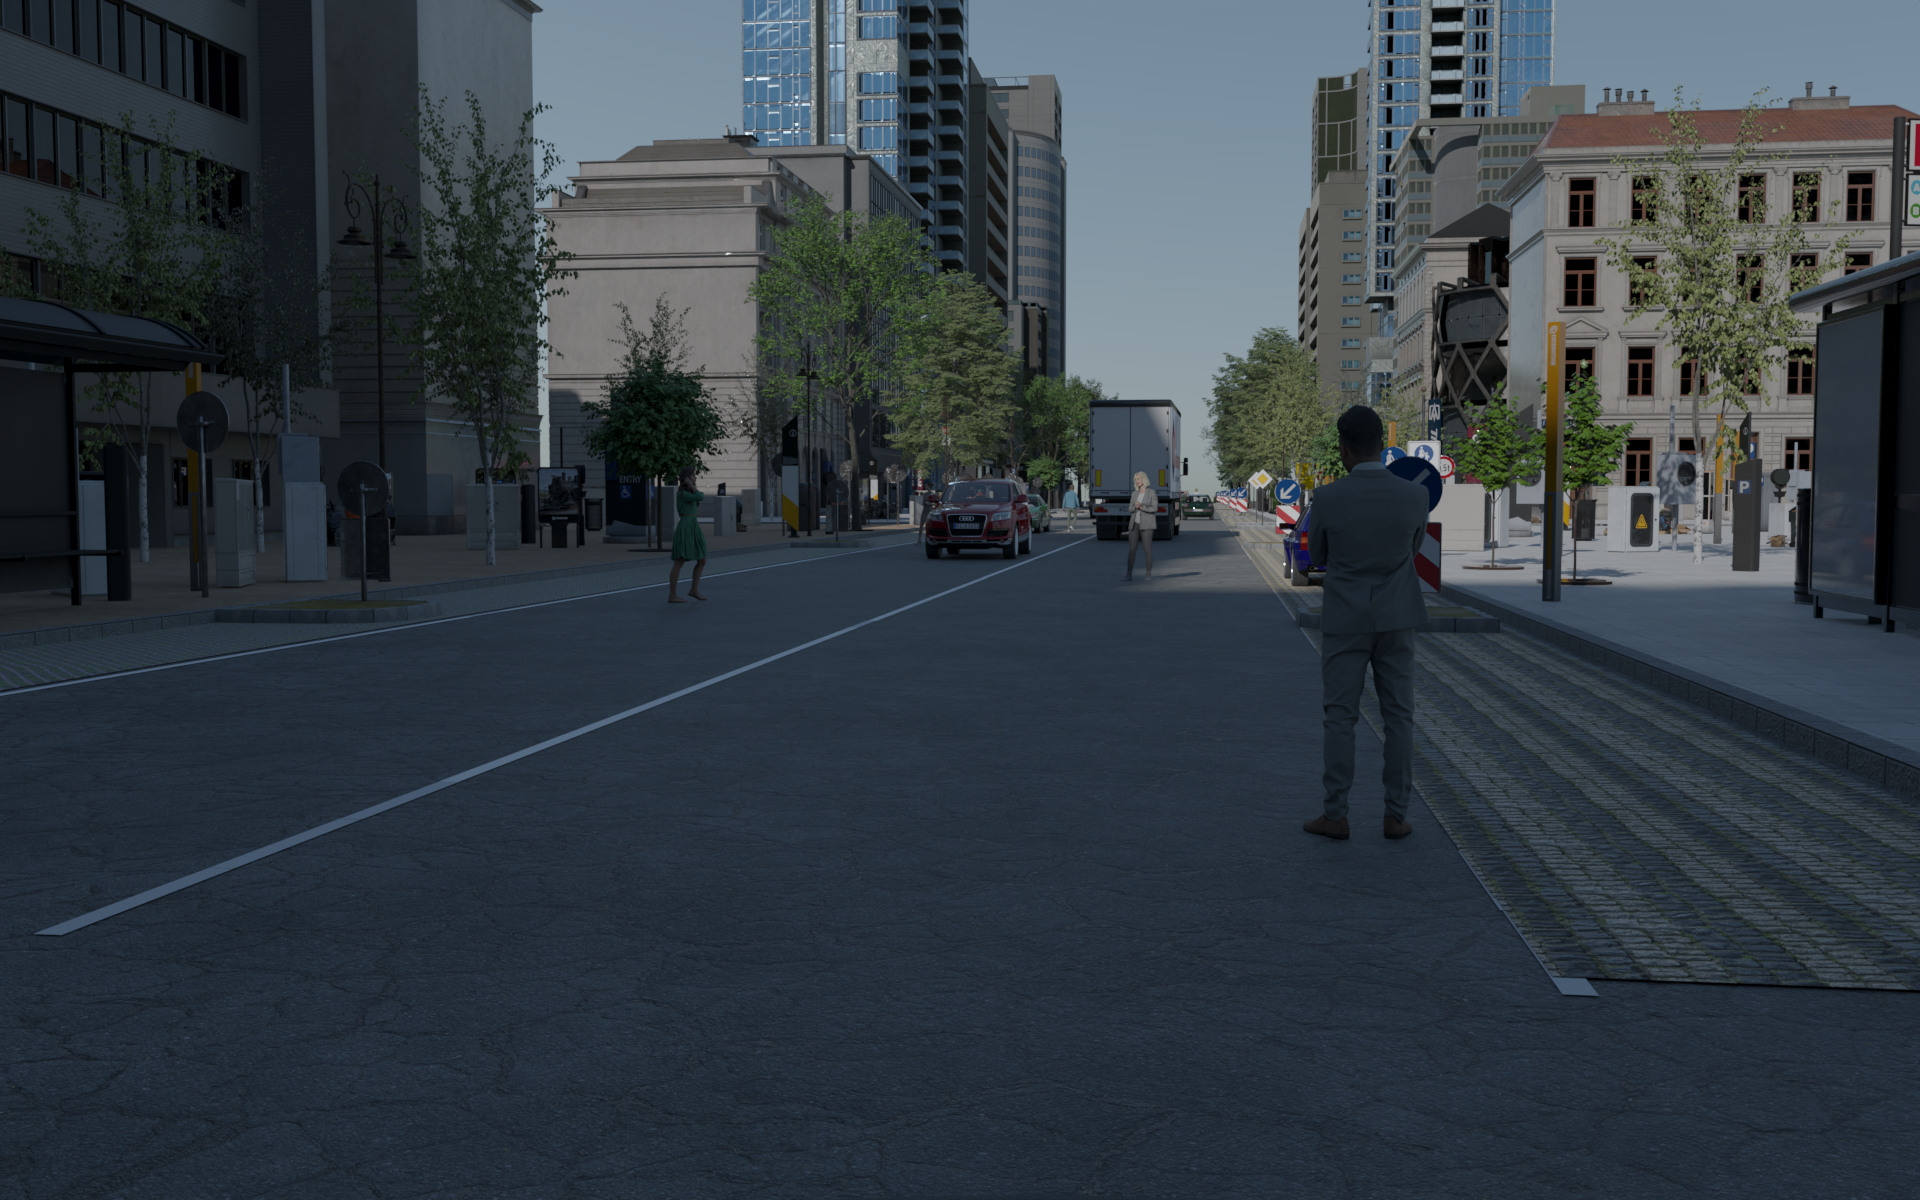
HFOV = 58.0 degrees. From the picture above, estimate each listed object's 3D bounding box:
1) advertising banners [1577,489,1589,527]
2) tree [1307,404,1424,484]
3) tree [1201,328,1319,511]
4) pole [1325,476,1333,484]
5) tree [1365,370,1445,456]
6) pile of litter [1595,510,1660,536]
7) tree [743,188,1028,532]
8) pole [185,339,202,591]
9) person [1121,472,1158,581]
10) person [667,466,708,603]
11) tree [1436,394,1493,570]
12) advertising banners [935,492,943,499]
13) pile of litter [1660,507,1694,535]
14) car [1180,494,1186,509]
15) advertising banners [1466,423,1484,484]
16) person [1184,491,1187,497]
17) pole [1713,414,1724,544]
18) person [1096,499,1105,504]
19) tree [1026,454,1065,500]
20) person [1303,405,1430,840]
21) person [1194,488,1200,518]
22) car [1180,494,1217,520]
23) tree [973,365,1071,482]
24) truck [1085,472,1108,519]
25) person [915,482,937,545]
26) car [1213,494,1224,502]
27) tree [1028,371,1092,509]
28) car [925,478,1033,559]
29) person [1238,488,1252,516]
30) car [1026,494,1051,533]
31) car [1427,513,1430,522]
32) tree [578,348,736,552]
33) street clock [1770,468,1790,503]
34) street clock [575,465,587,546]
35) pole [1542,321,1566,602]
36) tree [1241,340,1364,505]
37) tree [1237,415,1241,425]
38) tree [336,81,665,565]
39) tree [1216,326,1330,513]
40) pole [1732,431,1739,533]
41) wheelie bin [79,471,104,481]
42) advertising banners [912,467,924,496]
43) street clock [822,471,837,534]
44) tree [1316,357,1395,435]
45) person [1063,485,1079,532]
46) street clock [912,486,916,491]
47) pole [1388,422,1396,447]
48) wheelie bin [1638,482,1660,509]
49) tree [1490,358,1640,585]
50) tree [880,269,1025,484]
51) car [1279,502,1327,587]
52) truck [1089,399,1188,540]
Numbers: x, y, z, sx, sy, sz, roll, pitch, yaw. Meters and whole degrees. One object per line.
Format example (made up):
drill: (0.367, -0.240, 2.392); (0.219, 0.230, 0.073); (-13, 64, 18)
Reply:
advertising banners: (22.985, -4.154, 64.109); (0.090, 3.025, 2.074); (2, 4, 34)
tree: (14.393, -4.846, 62.939); (4.285, 4.588, 4.351); (0, 3, 0)
tree: (23.556, -13.947, 134.687); (9.857, 13.997, 8.962); (0, 3, 0)
pole: (16.397, -5.104, 77.291); (0.158, 3.312, 0.155); (0, 3, 0)
tree: (26.781, -9.379, 103.706); (4.737, 8.622, 4.395); (0, 3, 0)
pile of litter: (20.361, -2.409, 53.349); (1.176, 0.858, 1.719); (-3, 5, -42)
tree: (-3.712, -8.188, 59.621); (9.928, 11.665, 9.643); (0, 3, 0)
pole: (-10.077, -1.773, 22.831); (0.158, 3.312, 0.155); (0, 3, 0)
person: (2.997, -1.217, 28.578); (0.537, 1.800, 0.526); (3, 5, 42)
person: (-3.609, -0.866, 22.903); (0.529, 1.795, 0.600); (0, 4, -5)
tree: (9.230, -2.134, 29.493); (1.663, 3.219, 1.824); (0, 3, 0)
advertising banners: (-1.920, -7.073, 111.826); (2.074, 3.025, 0.090); (-2, 4, -25)
pile of litter: (22.753, -2.532, 55.371); (1.719, 0.858, 1.176); (0, 4, -6)
car: (18.119, -8.131, 144.747); (2.131, 1.459, 4.920); (1, 4, 9)
advertising banners: (12.096, -2.876, 43.204); (2.074, 3.025, 0.090); (1, 4, 19)
person: (22.157, -9.885, 170.671); (0.434, 1.755, 0.990); (-1, 4, -14)
pole: (19.479, -3.096, 44.458); (0.158, 3.312, 0.155); (0, 3, 0)
person: (5.629, -3.769, 69.998); (0.514, 1.842, 0.818); (2, 4, 35)
tree: (6.743, -9.422, 137.756); (4.285, 4.588, 4.351); (0, 3, 0)
person: (1.708, 0.083, 7.332); (0.511, 1.800, 0.466); (-1, 4, -11)
person: (14.441, -5.921, 105.526); (0.478, 1.798, 0.641); (0, 4, -7)
car: (13.152, -5.248, 95.585); (2.009, 1.686, 4.222); (1, 4, 9)
tree: (4.168, -11.463, 121.840); (8.767, 10.594, 7.601); (2, 4, 30)
truck: (9.189, -7.065, 104.420); (2.839, 4.237, 11.283); (0, 4, 7)
person: (-0.946, -2.426, 48.504); (0.599, 1.781, 0.374); (2, 4, 34)
car: (40.035, -15.758, 267.867); (2.015, 1.641, 3.980); (0, 4, 8)
tree: (7.605, -13.522, 146.834); (9.928, 11.665, 9.643); (0, 3, 0)
car: (0.491, -1.914, 39.967); (2.281, 1.827, 5.304); (0, 4, 8)
person: (17.585, -5.996, 106.647); (0.853, 1.813, 0.709); (0, 4, -2)
car: (2.316, -3.245, 64.858); (2.131, 1.459, 4.920); (1, 4, 9)
car: (20.086, -3.711, 72.682); (4.499, 1.417, 2.014); (1, 4, 9)
tree: (-6.687, -3.372, 38.846); (4.285, 4.588, 4.351); (0, 3, 0)
street clock: (23.229, -2.723, 49.096); (0.471, 2.002, 0.358); (0, 4, -1)
street clock: (-9.436, -2.353, 43.040); (0.358, 2.002, 0.471); (0, 4, -5)
pole: (7.072, -1.637, 20.614); (0.158, 3.312, 0.155); (0, 3, 0)
tree: (16.241, -8.085, 82.557); (4.737, 8.622, 4.395); (0, 3, 0)
tree: (19.157, -9.414, 104.277); (4.737, 8.622, 4.395); (0, 3, 0)
tree: (-8.611, -4.922, 30.841); (4.737, 8.622, 4.395); (0, 3, 0)
tree: (21.491, -12.172, 117.132); (7.486, 12.596, 7.792); (0, 3, 0)
pole: (25.230, -3.818, 56.269); (0.158, 3.312, 0.155); (0, 3, 0)
wheelie bin: (-12.221, -0.998, 24.225); (0.980, 1.594, 0.693); (-2, 4, -26)
advertising banners: (-2.567, -6.606, 104.189); (0.090, 3.025, 2.074); (1, 4, 20)
street clock: (-4.149, -3.085, 55.013); (0.358, 2.002, 0.471); (3, 5, 40)
tree: (21.030, -8.697, 92.563); (4.360, 8.622, 3.978); (0, 3, 0)
person: (4.175, -3.441, 65.106); (0.601, 1.785, 0.444); (2, 4, 27)
street clock: (-4.054, -9.138, 153.984); (0.358, 2.002, 0.471); (-1, 4, -19)
pole: (12.214, -3.375, 49.023); (0.158, 3.312, 0.155); (0, 3, 0)
wheelie bin: (17.628, -2.245, 44.620); (0.693, 1.594, 0.980); (0, 4, 2)
tree: (8.865, -1.836, 24.614); (1.663, 3.219, 1.824); (0, 3, 0)
tree: (-0.091, -10.367, 87.622); (7.486, 12.596, 7.792); (0, 3, 0)
car: (6.147, -0.938, 27.910); (1.945, 1.354, 3.894); (0, 4, 8)
truck: (5.936, -4.160, 56.926); (2.839, 4.237, 11.283); (1, 4, 9)
